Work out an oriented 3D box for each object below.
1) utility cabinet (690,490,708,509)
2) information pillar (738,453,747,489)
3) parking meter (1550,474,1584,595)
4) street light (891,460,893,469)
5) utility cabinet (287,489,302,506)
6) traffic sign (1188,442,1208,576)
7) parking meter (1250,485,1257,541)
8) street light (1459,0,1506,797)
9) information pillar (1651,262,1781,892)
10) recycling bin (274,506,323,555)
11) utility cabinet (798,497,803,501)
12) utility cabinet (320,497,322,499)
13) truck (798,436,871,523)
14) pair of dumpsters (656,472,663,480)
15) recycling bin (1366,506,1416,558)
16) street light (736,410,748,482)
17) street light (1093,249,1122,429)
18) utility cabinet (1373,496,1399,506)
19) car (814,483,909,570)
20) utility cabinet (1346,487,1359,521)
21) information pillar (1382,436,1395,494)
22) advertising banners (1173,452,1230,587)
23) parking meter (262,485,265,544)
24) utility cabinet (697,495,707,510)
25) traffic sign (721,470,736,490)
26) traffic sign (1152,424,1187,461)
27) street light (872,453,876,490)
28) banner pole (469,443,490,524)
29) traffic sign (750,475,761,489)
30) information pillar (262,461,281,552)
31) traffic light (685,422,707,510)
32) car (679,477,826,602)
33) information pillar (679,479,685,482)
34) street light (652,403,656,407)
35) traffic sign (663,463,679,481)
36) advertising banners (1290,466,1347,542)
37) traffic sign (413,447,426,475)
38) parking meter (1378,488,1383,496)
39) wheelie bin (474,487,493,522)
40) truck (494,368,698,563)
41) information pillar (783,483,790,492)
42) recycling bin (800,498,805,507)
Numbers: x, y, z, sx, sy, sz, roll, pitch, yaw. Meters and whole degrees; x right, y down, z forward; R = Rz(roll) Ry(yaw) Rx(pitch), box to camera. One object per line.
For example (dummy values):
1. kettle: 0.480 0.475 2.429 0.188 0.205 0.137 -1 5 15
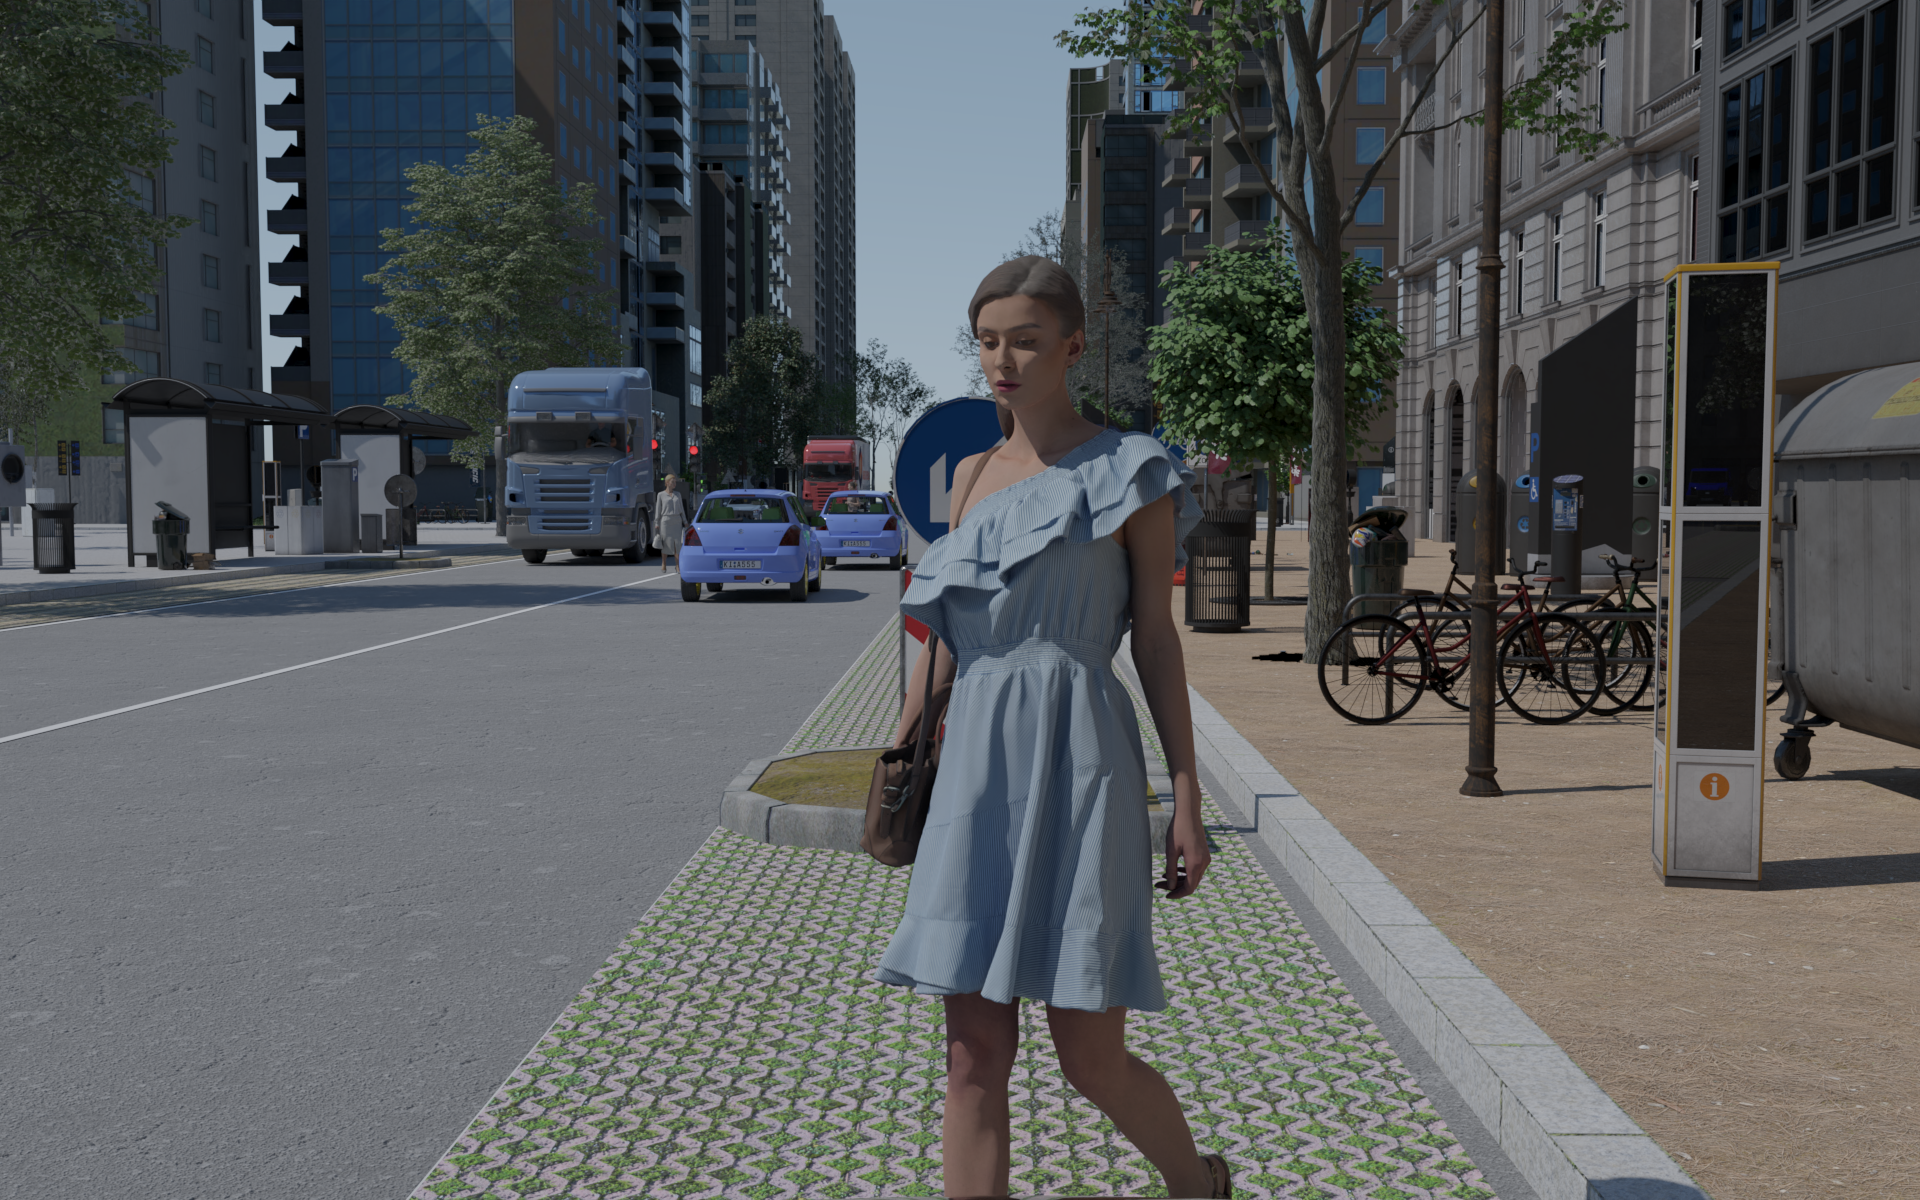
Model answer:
1. utility cabinet: -14.120 -5.149 92.872 1.173 1.500 0.318 -3 4 -36
2. information pillar: -12.476 -6.607 99.384 0.504 3.616 0.183 -1 4 -11
3. parking meter: 7.742 -0.837 22.093 0.372 1.533 0.369 0 3 0
4. street light: -8.961 -15.652 228.690 0.468 5.910 1.993 0 4 1
5. utility cabinet: -28.984 -4.082 75.425 0.318 1.500 1.173 -3 4 -36
6. traffic sign: 3.856 -1.531 27.156 0.606 2.300 0.079 0 4 3
7. parking meter: 7.974 -2.401 47.671 0.372 1.533 0.369 0 3 0
8. street light: 2.228 -2.107 7.229 0.468 5.910 1.993 0 4 1
9. information pillar: 2.475 -0.074 5.698 0.304 2.012 0.304 1 4 14
10. recycling bin: -14.025 -1.479 36.735 0.722 1.027 0.722 1 4 15
11. utility cabinet: -12.673 -7.561 134.791 0.306 1.237 1.020 3 4 36
12. utility cabinet: -19.650 -2.631 54.177 0.306 1.237 1.020 2 4 27
13. truck: -6.049 -5.905 85.454 2.839 4.237 11.283 0 4 1
14. pair of dumpsters: -13.263 -4.432 74.959 1.574 2.255 4.437 0 4 1
15. recycling bin: 8.736 -1.382 35.150 0.722 1.027 0.722 -2 4 -29
16. street light: -11.818 -7.418 94.064 0.468 5.910 1.993 0 4 1
17. street light: 2.789 -3.678 32.925 0.468 5.910 1.993 0 4 1
18. utility cabinet: 13.436 -2.637 54.272 0.306 1.237 1.020 -3 5 -40
19. car: -1.908 -1.487 33.896 1.945 1.707 3.694 0 4 1
20. utility cabinet: 12.023 -2.820 54.788 1.173 1.500 0.318 -1 4 -22
21. information pillar: 17.338 -4.809 69.980 0.504 3.616 0.183 2 4 26
22. advertising banners: 2.993 -1.705 24.063 2.074 3.025 0.090 3 5 41
23. parking meter: -17.667 -2.201 44.403 0.372 1.533 0.369 0 3 0
24. utility cabinet: -12.027 -4.371 82.634 1.020 1.237 0.306 0 4 7
25. traffic sign: -12.245 -5.612 91.753 0.884 2.594 0.081 0 4 7
26. traffic sign: 3.465 -1.703 27.949 0.768 2.556 0.104 0 4 7
27. street light: -9.651 -13.648 195.938 0.468 5.910 1.993 0 4 1
28. banner pole: -20.609 -5.149 74.209 0.863 3.779 0.401 0 4 -1
29. traffic sign: -13.498 -6.991 114.416 0.768 2.556 0.104 1 4 11
30. information pillar: -15.365 -2.093 38.712 0.304 2.012 0.304 0 4 -4
31. traffic light: -10.308 -4.809 67.550 0.839 4.253 0.868 0 4 1
32. car: -2.878 -0.903 24.362 1.945 1.707 3.694 0 4 -1
33. information pillar: -15.261 -5.518 94.703 0.304 2.012 0.304 2 4 26
34. street light: -12.364 -5.846 68.368 0.468 5.910 1.993 0 4 1
35. traffic sign: -12.010 -4.371 71.464 0.884 2.594 0.081 0 4 3
36. advertising banners: 9.452 -3.042 45.926 0.090 3.025 2.074 -3 4 -36
37. traffic sign: -14.657 -2.826 46.312 0.768 2.556 0.104 0 4 4
38. parking meter: 17.267 -3.812 70.738 0.372 1.533 0.369 0 3 0
39. wheelie bin: -21.846 -4.377 79.476 0.980 1.594 0.693 1 4 13
40. truck: -7.625 -3.242 42.769 2.967 4.110 18.799 0 4 1
41. information pillar: -11.523 -6.764 115.083 0.304 2.012 0.304 3 5 40
42. recycling bin: -11.229 -6.981 126.686 0.722 1.027 0.722 2 4 35
